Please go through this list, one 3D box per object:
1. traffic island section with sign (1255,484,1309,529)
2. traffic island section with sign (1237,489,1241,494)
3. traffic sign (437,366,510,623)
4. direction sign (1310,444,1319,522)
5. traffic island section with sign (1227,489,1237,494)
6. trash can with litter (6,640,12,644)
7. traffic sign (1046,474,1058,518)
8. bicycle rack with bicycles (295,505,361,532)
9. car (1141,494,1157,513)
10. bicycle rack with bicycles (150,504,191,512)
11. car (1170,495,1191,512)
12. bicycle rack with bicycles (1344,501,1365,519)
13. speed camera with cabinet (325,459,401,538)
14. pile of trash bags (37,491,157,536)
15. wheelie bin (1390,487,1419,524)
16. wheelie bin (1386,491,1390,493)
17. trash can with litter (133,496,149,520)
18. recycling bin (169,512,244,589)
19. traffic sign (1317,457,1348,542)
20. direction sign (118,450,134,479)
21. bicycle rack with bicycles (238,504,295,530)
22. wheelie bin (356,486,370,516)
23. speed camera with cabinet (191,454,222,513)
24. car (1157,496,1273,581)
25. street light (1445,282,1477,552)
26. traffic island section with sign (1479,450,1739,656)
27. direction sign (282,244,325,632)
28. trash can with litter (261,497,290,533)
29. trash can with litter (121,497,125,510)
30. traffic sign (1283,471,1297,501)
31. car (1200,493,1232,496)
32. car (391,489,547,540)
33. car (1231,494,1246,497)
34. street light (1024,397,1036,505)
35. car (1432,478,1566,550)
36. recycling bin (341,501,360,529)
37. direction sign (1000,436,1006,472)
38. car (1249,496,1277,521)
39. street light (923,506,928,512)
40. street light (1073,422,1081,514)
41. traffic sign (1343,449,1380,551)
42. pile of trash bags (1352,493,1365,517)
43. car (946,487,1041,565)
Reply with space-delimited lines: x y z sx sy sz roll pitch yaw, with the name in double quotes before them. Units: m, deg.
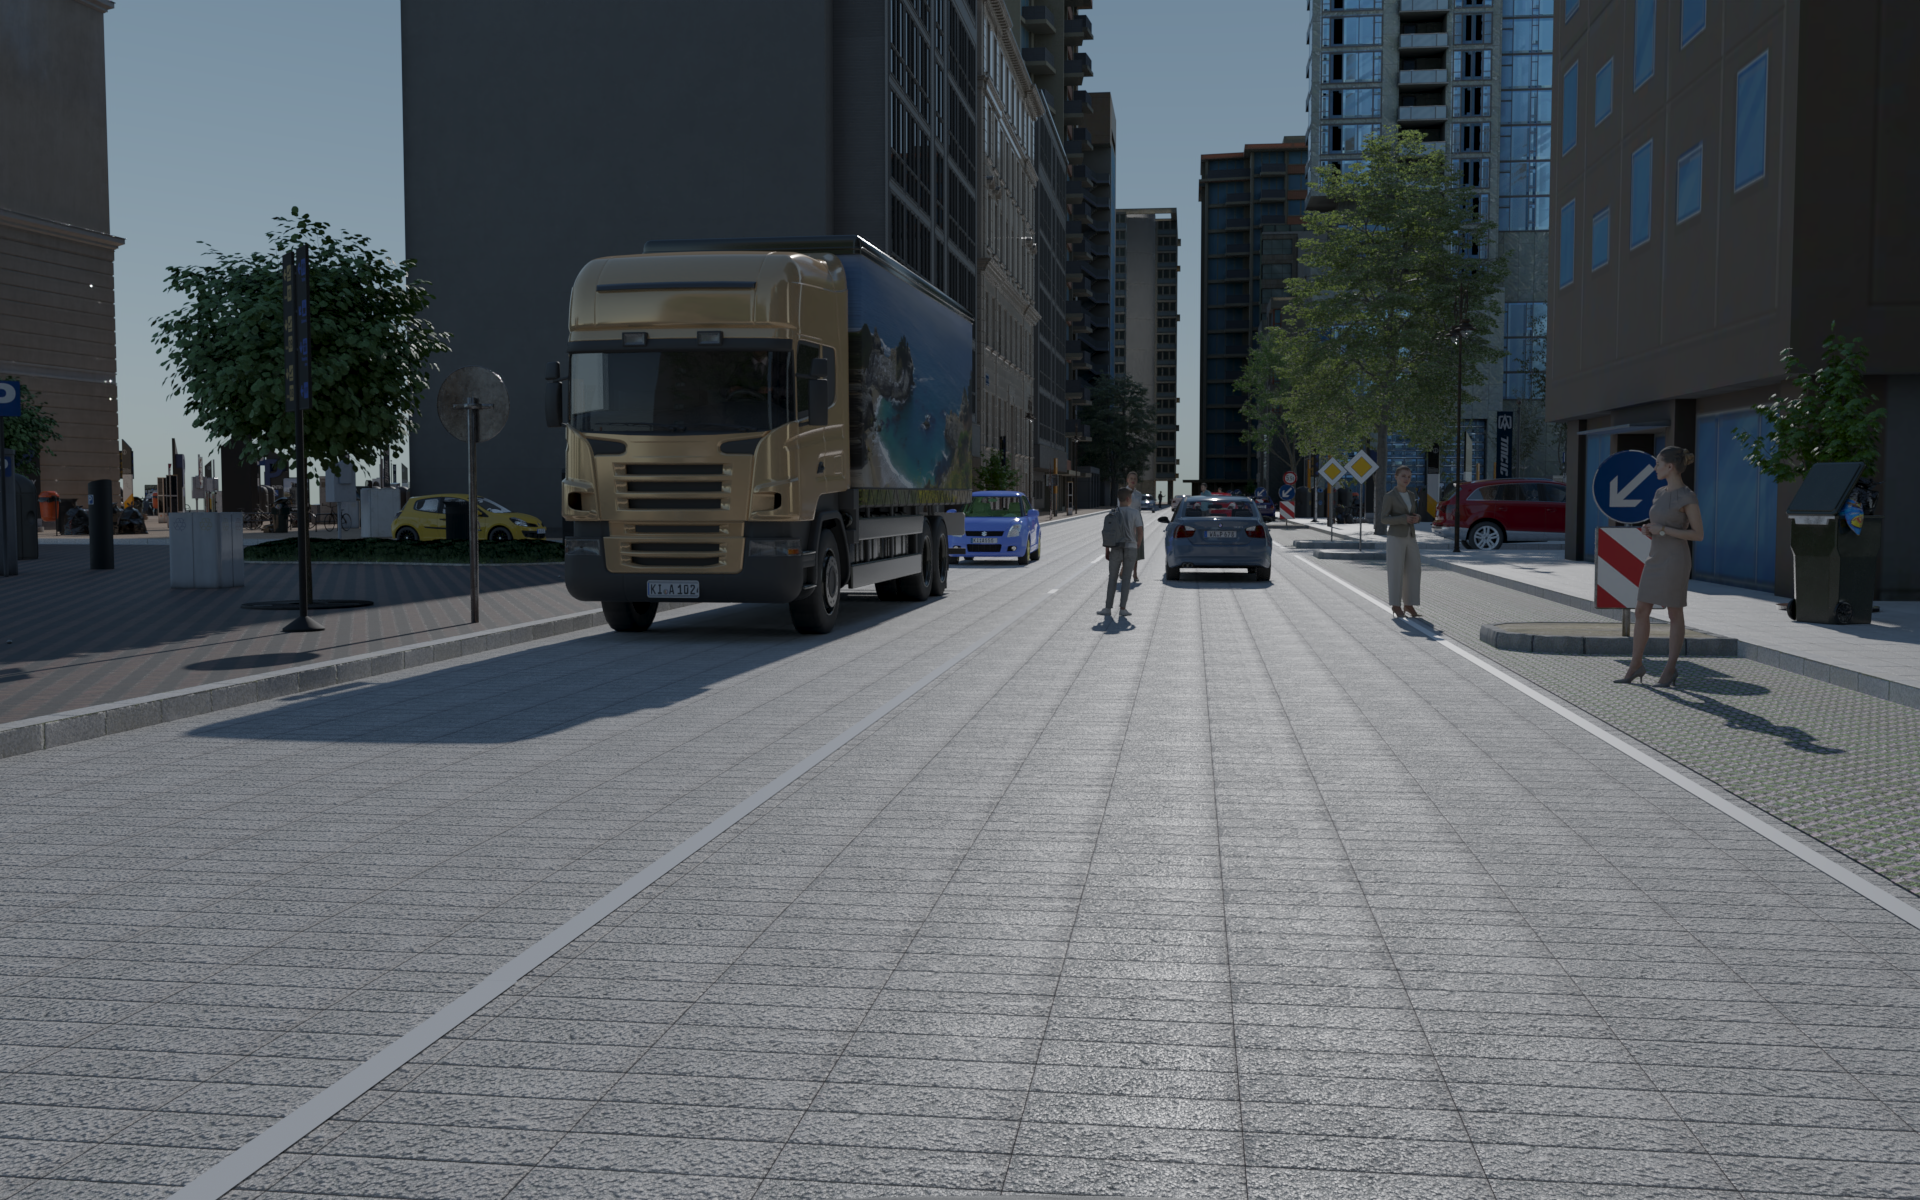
"traffic island section with sign" 13.379 -3.855 71.664 1.989 1.847 2.006 0 4 8
"traffic island section with sign" 16.941 -5.490 98.384 1.989 1.847 2.006 0 4 8
"traffic sign" -4.840 -1.046 17.209 0.768 2.556 0.104 1 4 9
"direction sign" 16.107 -5.302 78.683 0.379 3.537 0.876 -1 4 -12
"traffic island section with sign" 27.107 -10.153 174.624 1.989 1.847 2.006 0 4 8
"trash can with litter" -9.224 -0.255 15.228 1.678 1.210 2.233 -2 4 -24
"traffic sign" 4.696 -5.277 88.403 0.606 2.300 0.079 1 4 17
"bicycle rack with bicycles" -20.712 -2.824 59.553 2.852 0.926 2.925 0 4 5
"car" 14.096 -7.394 132.887 2.014 1.417 4.499 0 4 6
"bicycle rack with bicycles" -50.880 -6.003 111.537 2.925 0.926 2.852 0 4 7
"car" 18.407 -7.998 143.126 2.083 1.381 4.827 0 4 8
"bicycle rack with bicycles" 20.867 -4.621 88.934 2.925 0.926 2.852 -1 4 -17
"speed camera with cabinet" -17.300 -3.416 50.194 0.660 3.252 2.038 3 5 44
"pile of trash bags" -27.300 -2.717 54.170 1.912 1.369 3.447 1 4 19
"wheelie bin" 19.256 -4.077 74.574 0.980 1.594 0.693 -1 4 -16
"wheelie bin" 27.695 -6.326 111.332 0.693 1.594 0.980 1 4 22
"trash can with litter" -40.433 -4.516 85.217 0.624 1.170 1.055 0 4 1
"recycling bin" -10.361 -0.690 23.830 0.722 1.027 0.722 0 4 4
"traffic sign" 10.024 -2.631 46.662 0.795 2.450 0.064 0 4 8
"direction sign" -43.434 -6.010 90.253 0.379 3.537 0.876 2 4 30
"bicycle rack with bicycles" -24.844 -2.978 62.075 2.925 0.926 2.852 0 4 -7
"wheelie bin" -23.157 -3.619 67.084 0.693 1.594 0.980 2 4 32
"speed camera with cabinet" -37.221 -5.633 86.428 2.038 3.252 0.660 -2 4 -30
"car" 4.427 -1.100 29.991 2.014 1.417 4.499 0 4 6
"street light" 10.947 -3.988 37.990 0.468 5.910 1.993 0 4 8
"traffic island section with sign" 5.998 -0.469 16.292 1.989 1.847 2.006 0 4 8
"direction sign" -6.163 -1.478 16.162 0.379 3.537 0.876 -2 4 -34
"trash can with litter" -22.601 -2.794 57.064 1.055 1.170 0.624 2 4 25
"trash can with litter" -34.672 -3.627 70.691 1.055 1.170 0.624 -1 4 -19
"traffic sign" 18.403 -5.902 96.596 0.768 2.556 0.104 1 4 12
"car" 10.415 -3.763 70.559 2.155 1.783 4.494 1 4 9
"car" -12.953 -2.177 45.822 3.980 1.641 2.015 1 4 9
"car" 21.705 -7.688 135.489 2.009 1.686 4.222 0 4 8
"street light" 3.265 -6.614 80.934 0.468 5.910 1.993 0 4 8
"car" 14.180 -2.034 41.933 5.304 1.827 2.281 1 4 10
"recycling bin" -22.850 -3.197 64.818 0.722 1.027 0.722 -1 4 -17
"direction sign" 1.671 -4.630 67.692 0.379 3.537 0.876 -1 4 -13
"car" 15.903 -4.867 92.161 1.945 1.354 3.894 1 4 9
"street light" -0.978 -4.634 48.560 0.468 5.910 1.993 0 4 8
"street light" 7.512 -8.506 111.856 0.468 5.910 1.993 0 4 8
"traffic sign" 8.969 -2.147 38.747 0.795 2.450 0.064 0 4 8
"pile of trash bags" 22.875 -5.397 97.992 1.912 1.369 3.447 -1 4 -11
"car" 0.731 -1.634 36.309 1.945 1.707 3.694 0 4 8
